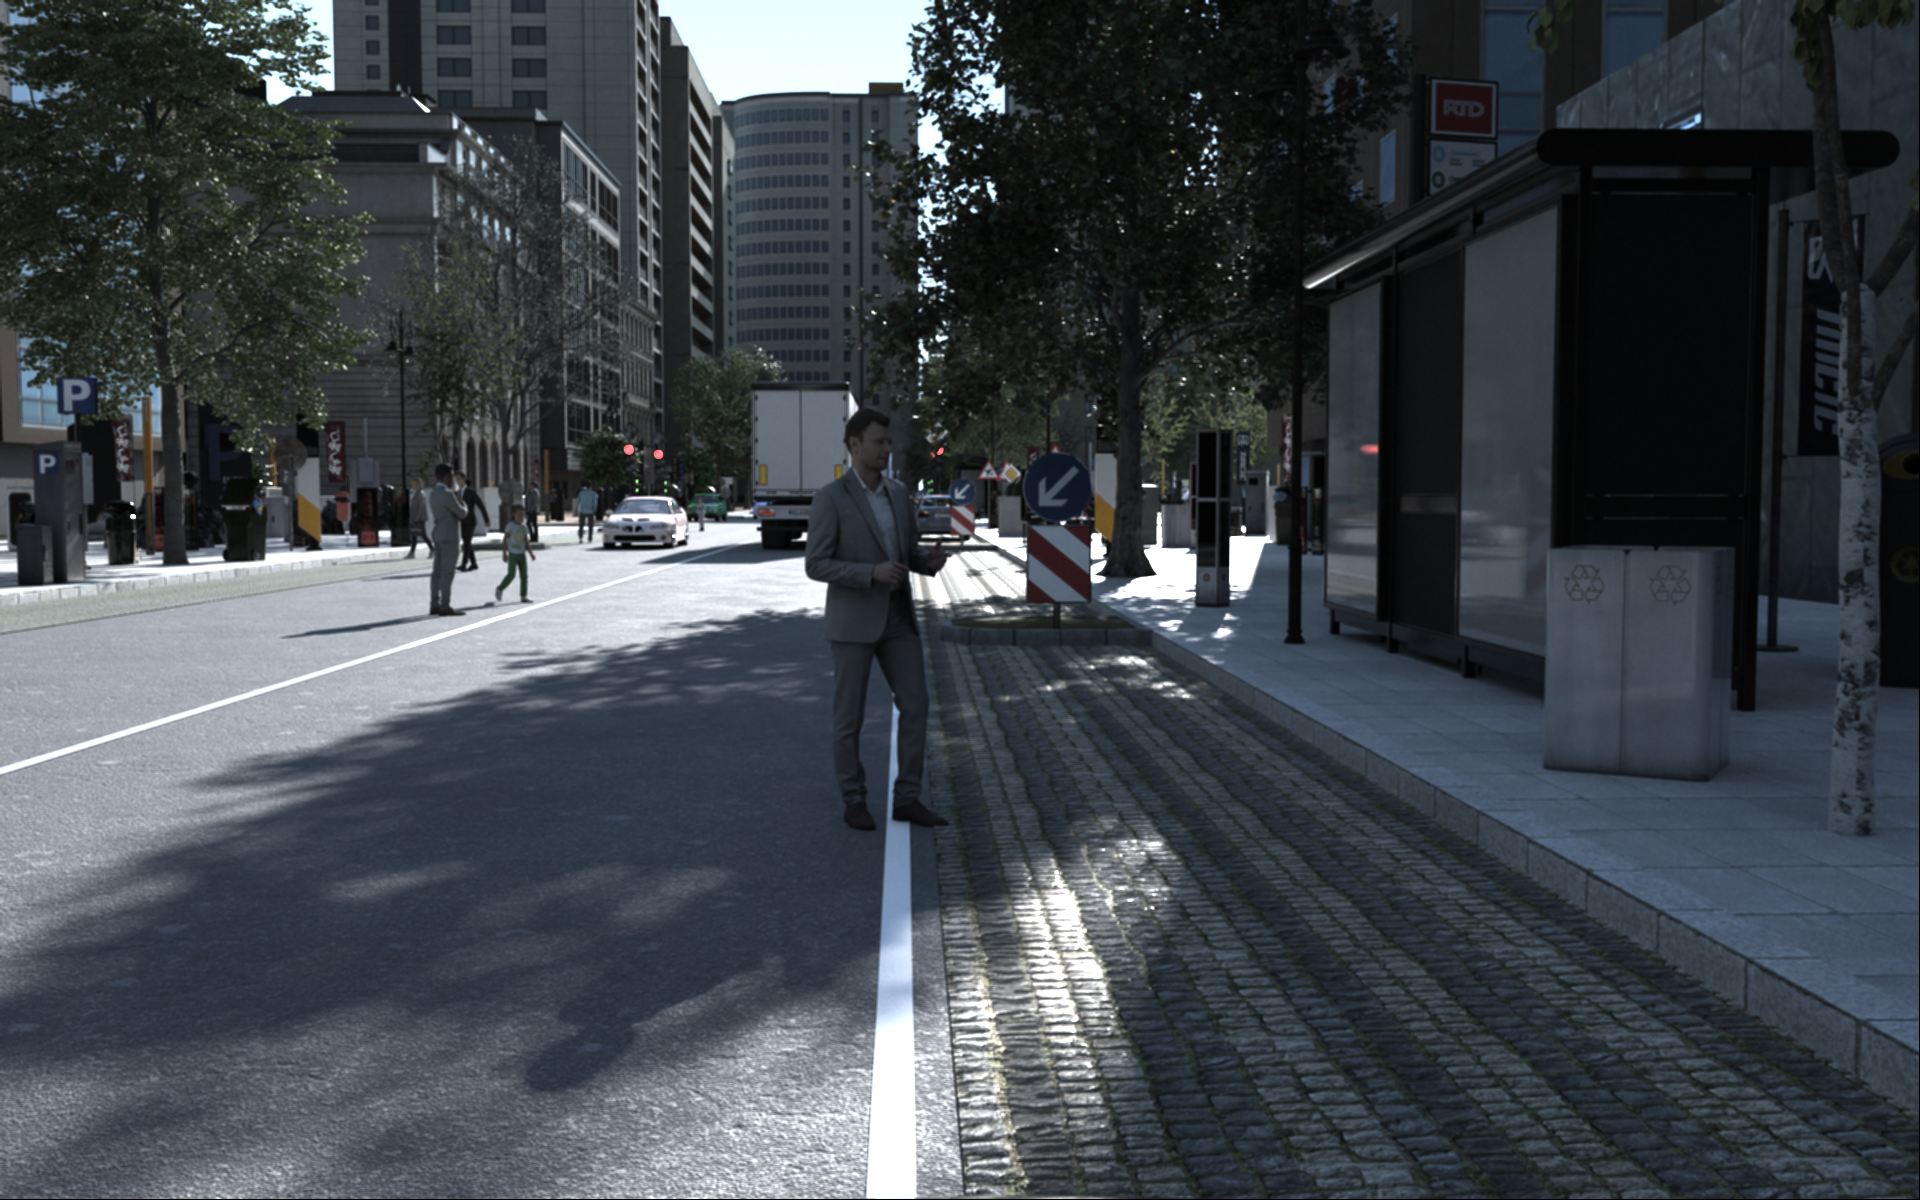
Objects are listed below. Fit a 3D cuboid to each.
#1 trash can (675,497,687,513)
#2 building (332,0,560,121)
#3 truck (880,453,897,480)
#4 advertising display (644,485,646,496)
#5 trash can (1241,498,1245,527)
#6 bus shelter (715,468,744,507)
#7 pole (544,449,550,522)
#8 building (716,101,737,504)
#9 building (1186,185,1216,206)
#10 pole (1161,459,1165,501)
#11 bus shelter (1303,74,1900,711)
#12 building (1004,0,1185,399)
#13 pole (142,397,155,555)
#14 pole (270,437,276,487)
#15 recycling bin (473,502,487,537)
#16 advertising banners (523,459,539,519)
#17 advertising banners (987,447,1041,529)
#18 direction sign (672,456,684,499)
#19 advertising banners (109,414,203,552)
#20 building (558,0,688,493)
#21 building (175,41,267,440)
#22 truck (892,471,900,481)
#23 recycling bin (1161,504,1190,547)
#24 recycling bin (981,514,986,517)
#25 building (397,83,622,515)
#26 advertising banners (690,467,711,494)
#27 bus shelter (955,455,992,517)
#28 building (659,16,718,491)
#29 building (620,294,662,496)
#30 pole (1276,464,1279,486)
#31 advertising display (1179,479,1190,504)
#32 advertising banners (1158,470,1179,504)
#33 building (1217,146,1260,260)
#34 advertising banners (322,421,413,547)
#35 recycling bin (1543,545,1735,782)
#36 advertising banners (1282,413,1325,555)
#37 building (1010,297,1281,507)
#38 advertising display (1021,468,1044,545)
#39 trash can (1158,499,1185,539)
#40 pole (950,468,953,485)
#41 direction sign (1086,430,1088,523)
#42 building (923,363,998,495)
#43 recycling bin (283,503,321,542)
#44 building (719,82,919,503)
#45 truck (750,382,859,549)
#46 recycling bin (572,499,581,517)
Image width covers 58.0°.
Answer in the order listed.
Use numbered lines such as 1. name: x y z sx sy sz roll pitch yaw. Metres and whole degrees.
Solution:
1. trash can: -15.661 -5.231 97.187 0.748 1.137 0.748 0 3 0
2. building: -60.239 -46.911 205.238 20.611 71.187 20.563 0 4 -2
3. truck: -4.846 -6.229 91.597 2.967 4.110 18.799 0 4 -2
4. advertising display: -23.422 -7.429 126.679 0.974 1.923 0.123 -1 4 -10
5. trash can: 11.403 -3.453 68.102 0.748 1.137 0.748 0 3 0
6. bus shelter: -18.417 -8.790 137.645 2.014 3.302 5.546 0 4 -2
7. pole: -18.876 -5.217 79.140 0.158 3.312 0.155 0 3 0
8. building: -38.209 -35.608 205.887 21.600 48.544 21.300 0 4 -2
9. building: 31.522 -36.657 249.450 14.200 45.320 14.600 0 4 -2
10. pole: 11.651 -6.467 99.578 0.158 3.312 0.155 0 3 0
11. bus shelter: 4.233 -2.244 14.314 2.179 5.291 8.768 0 4 -2
12. building: 15.649 -40.466 203.617 21.231 58.520 28.212 0 4 -2
13. pole: -17.110 -2.611 36.526 0.158 3.312 0.155 0 3 0
14. pole: -24.595 -4.172 62.053 0.158 3.312 0.155 0 3 0
15. recycling bin: -14.768 -2.439 52.439 0.722 1.027 0.722 -2 4 -30
16. advertising banners: -21.733 -5.590 87.590 0.090 3.025 2.074 -3 4 -39
17. advertising banners: 1.990 -4.157 64.147 2.074 3.025 0.090 1 4 18
18. direction sign: -16.751 -6.777 102.798 0.379 3.537 0.876 3 4 37
19. advertising banners: -17.911 -2.594 38.607 0.090 3.025 2.074 3 4 36
20. building: -36.065 -44.049 158.450 20.563 71.187 20.611 0 4 -2
21. building: -44.802 -15.737 86.986 15.834 23.373 12.332 0 4 -2
22. truck: -7.838 -12.509 194.276 2.967 4.110 18.799 0 4 -2
23. recycling bin: 5.393 -1.817 42.255 0.722 1.027 0.722 -2 4 -26
24. recycling bin: 1.221 -5.234 98.131 0.722 1.027 0.722 1 4 12
25. building: -31.717 -19.783 116.955 14.314 27.812 24.014 0 4 -2
26. advertising banners: -16.443 -6.947 109.764 2.074 3.025 0.090 3 4 38
27. bus shelter: 0.848 -6.050 92.849 2.014 3.302 5.546 0 4 -2
28. building: -37.522 -34.057 180.536 21.300 48.544 21.600 0 4 -2
29. building: -30.470 -16.774 138.880 10.561 19.102 19.286 0 4 -2
30. pole: 21.387 -7.509 116.610 0.158 3.312 0.155 0 3 0
31. advertising display: 9.853 -4.335 76.085 0.123 1.923 0.974 2 4 31
32. advertising banners: 15.330 -8.052 127.831 2.074 3.025 0.090 -3 5 -41
33. building: 43.232 -35.837 209.644 21.600 48.544 21.300 0 4 -2
34. advertising banners: -14.307 -2.795 41.887 2.074 3.025 0.090 -2 4 -25
35. recycling bin: 3.202 0.269 8.158 0.722 1.027 0.722 2 4 32
36. advertising banners: 7.317 -2.495 36.980 0.090 3.025 2.074 -1 4 -15
37. building: 19.614 -20.263 176.342 27.650 21.520 28.899 0 4 -2
38. advertising display: 1.835 -2.351 43.655 0.123 1.923 0.974 2 4 33
39. trash can: 5.799 -2.191 47.484 0.748 1.137 0.748 0 3 0
40. pole: -0.627 -7.920 123.330 0.158 3.312 0.155 0 3 0
41. direction sign: 4.521 -4.257 61.604 0.379 3.537 0.876 0 4 7
42. building: 9.089 -25.149 256.229 28.899 21.520 27.650 0 4 -2
43. recycling bin: -17.731 -2.088 46.691 0.722 1.027 0.722 1 4 10
44. building: -20.053 -43.343 250.650 28.212 58.520 21.231 0 4 -2
45. truck: -4.154 -3.668 48.882 2.839 4.237 11.283 0 4 -2
46. recycling bin: -21.593 -5.257 98.511 0.722 1.027 0.722 -2 4 -32
